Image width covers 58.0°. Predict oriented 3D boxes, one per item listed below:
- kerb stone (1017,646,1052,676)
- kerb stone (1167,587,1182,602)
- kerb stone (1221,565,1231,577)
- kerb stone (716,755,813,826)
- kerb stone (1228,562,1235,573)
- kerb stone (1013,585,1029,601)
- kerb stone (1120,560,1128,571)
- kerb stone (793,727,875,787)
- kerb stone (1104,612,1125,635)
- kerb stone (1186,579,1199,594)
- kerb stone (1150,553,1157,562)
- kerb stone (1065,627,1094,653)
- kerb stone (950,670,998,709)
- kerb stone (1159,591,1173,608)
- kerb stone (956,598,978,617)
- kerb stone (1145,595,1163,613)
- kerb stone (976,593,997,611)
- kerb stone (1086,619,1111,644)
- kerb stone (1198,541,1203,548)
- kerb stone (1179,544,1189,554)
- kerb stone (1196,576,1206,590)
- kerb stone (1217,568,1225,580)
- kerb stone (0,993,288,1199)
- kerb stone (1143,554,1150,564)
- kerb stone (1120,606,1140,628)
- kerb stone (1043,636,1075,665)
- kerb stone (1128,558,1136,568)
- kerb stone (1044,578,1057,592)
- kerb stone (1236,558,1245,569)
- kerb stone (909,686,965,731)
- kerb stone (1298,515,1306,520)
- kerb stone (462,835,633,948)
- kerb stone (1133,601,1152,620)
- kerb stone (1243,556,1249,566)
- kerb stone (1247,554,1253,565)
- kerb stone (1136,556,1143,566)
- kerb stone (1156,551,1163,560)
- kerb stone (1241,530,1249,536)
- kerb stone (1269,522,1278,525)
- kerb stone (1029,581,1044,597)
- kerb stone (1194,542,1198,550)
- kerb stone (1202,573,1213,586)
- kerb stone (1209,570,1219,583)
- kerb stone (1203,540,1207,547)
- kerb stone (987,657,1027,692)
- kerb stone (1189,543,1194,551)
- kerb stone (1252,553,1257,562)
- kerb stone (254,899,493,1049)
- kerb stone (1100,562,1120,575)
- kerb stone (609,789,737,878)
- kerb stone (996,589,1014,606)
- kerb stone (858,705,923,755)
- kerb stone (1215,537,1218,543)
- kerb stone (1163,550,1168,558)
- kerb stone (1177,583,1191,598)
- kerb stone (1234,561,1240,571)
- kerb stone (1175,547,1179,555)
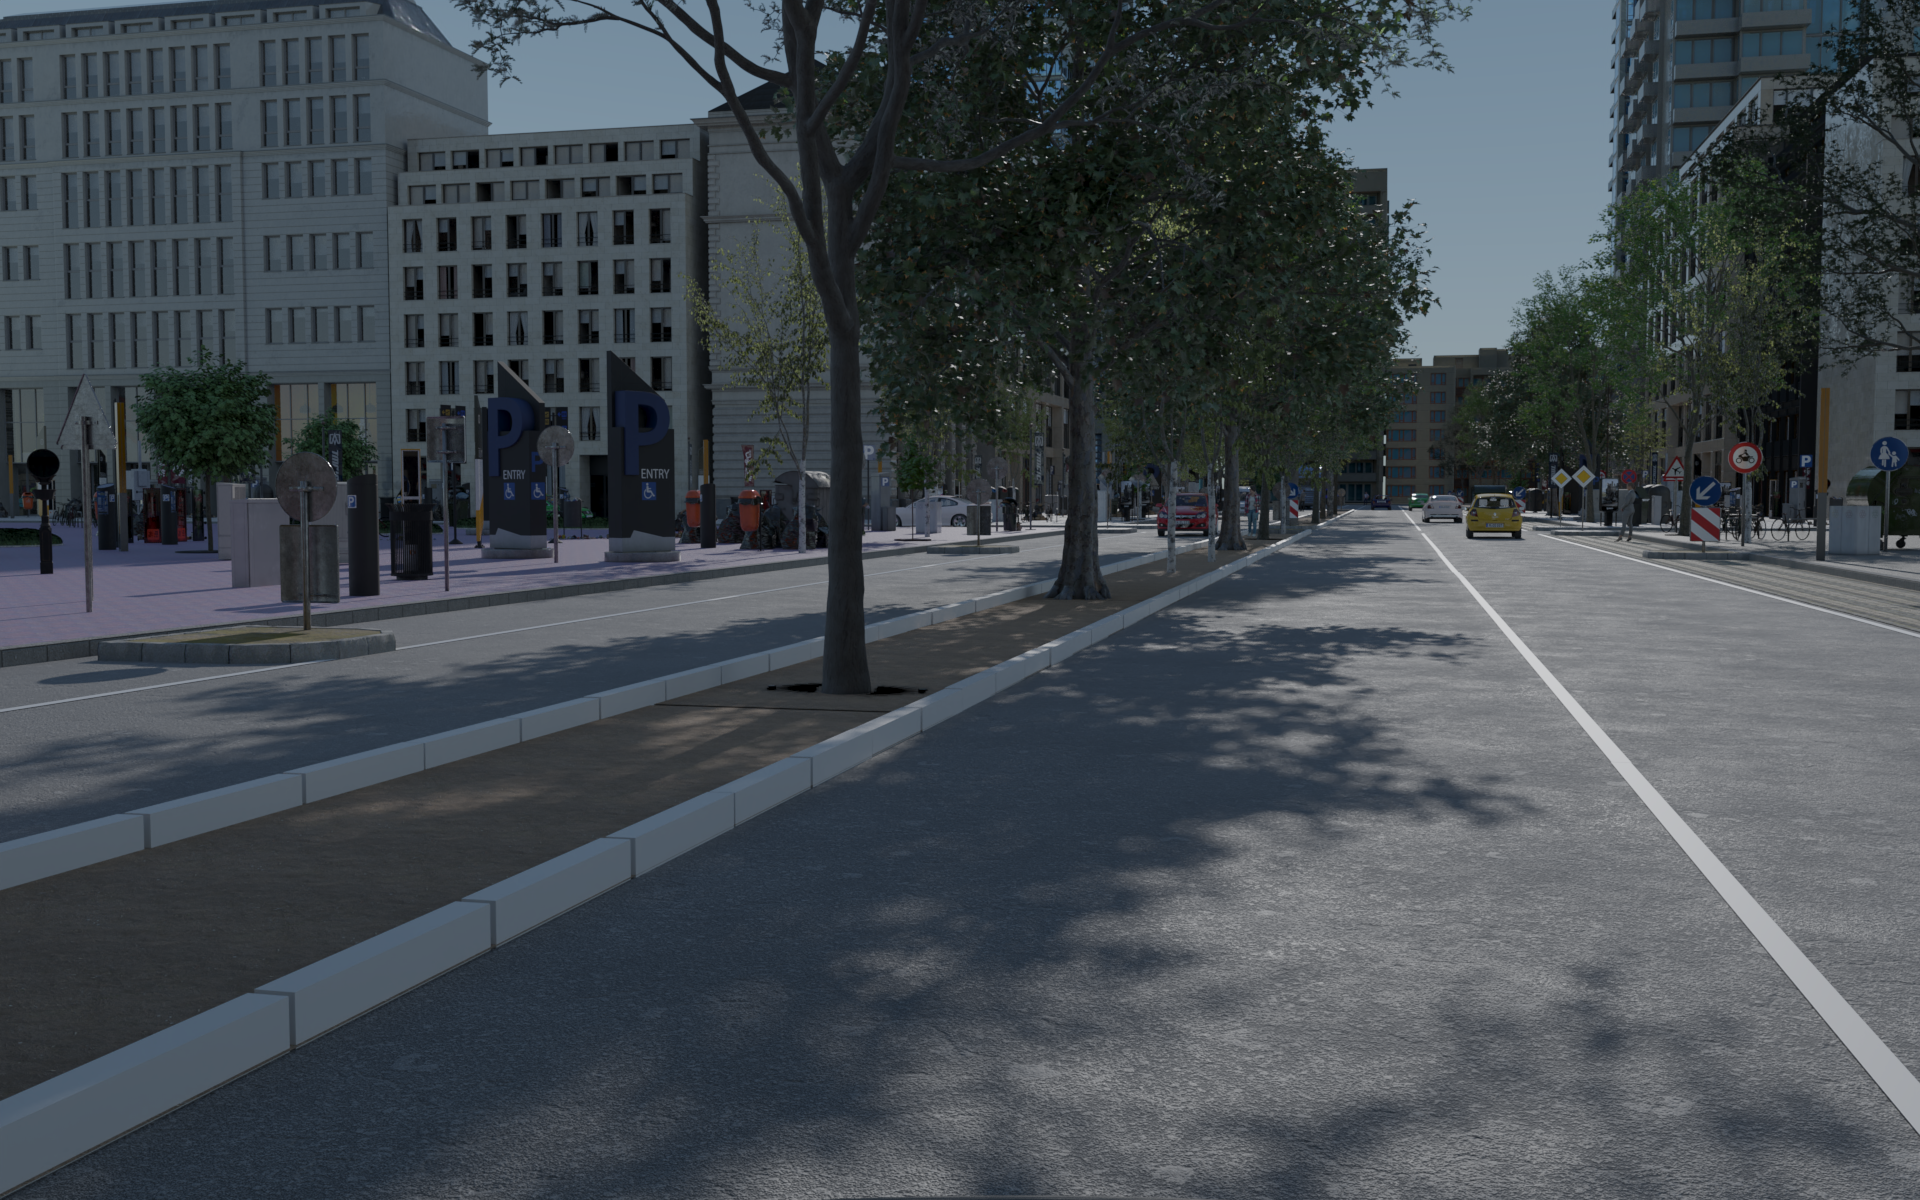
[{"bbox_3d":[0.564,0.508,13.928,0.120,0.150,1.000,1,4,14],"label":"kerb stone"},{"bbox_3d":[2.782,-0.043,22.894,0.120,0.150,1.000,1,4,14],"label":"kerb stone"},{"bbox_3d":[4.515,-0.464,29.851,0.120,0.150,1.000,1,4,14],"label":"kerb stone"},{"bbox_3d":[-0.906,0.874,7.956,0.120,0.150,1.000,1,4,14],"label":"kerb stone"},{"bbox_3d":[4.753,-0.529,30.845,0.120,0.150,1.000,1,4,14],"label":"kerb stone"},{"bbox_3d":[0.740,-0.072,23.379,0.120,0.150,1.000,1,4,14],"label":"kerb stone"},{"bbox_3d":[2.963,-0.620,32.336,0.120,0.150,1.000,1,4,14],"label":"kerb stone"},{"bbox_3d":[-0.656,0.810,8.951,0.120,0.150,1.000,1,4,14],"label":"kerb stone"},{"bbox_3d":[1.552,0.264,17.918,0.120,0.150,1.000,1,4,14],"label":"kerb stone"},{"bbox_3d":[3.281,-0.164,24.880,0.120,0.150,1.000,1,4,14],"label":"kerb stone"},{"bbox_3d":[3.949,-0.861,36.321,0.120,0.150,1.000,1,4,14],"label":"kerb stone"},{"bbox_3d":[1.064,0.385,15.927,0.120,0.150,1.000,1,4,14],"label":"kerb stone"},{"bbox_3d":[0.077,0.628,11.935,0.120,0.150,1.000,1,4,14],"label":"kerb stone"},{"bbox_3d":[2.536,0.024,21.896,0.120,0.150,1.000,1,4,14],"label":"kerb stone"},{"bbox_3d":[0.004,0.113,20.399,0.120,0.150,1.000,1,4,14],"label":"kerb stone"},{"bbox_3d":[2.293,0.080,20.900,0.120,0.150,1.000,1,4,14],"label":"kerb stone"},{"bbox_3d":[0.259,0.049,21.389,0.120,0.150,1.000,1,4,14],"label":"kerb stone"},{"bbox_3d":[1.311,0.324,16.919,0.120,0.150,1.000,1,4,14],"label":"kerb stone"},{"bbox_3d":[6.162,-1.411,45.278,0.120,0.150,1.000,1,4,14],"label":"kerb stone"},{"bbox_3d":[5.423,-1.229,42.288,0.120,0.150,1.000,1,4,14],"label":"kerb stone"},{"bbox_3d":[3.530,-0.225,25.872,0.120,0.150,1.000,1,4,14],"label":"kerb stone"},{"bbox_3d":[4.267,-0.398,28.860,0.120,0.150,1.000,1,4,14],"label":"kerb stone"},{"bbox_3d":[-1.900,1.120,3.975,0.120,0.150,1.000,1,4,14],"label":"kerb stone"},{"bbox_3d":[3.704,-0.803,35.329,0.120,0.150,1.000,1,4,14],"label":"kerb stone"},{"bbox_3d":[1.805,0.201,18.908,0.120,0.150,1.000,1,4,14],"label":"kerb stone"},{"bbox_3d":[0.824,0.445,14.929,0.120,0.150,1.000,1,4,14],"label":"kerb stone"},{"bbox_3d":[3.211,-0.681,33.327,0.120,0.150,1.000,1,4,14],"label":"kerb stone"},{"bbox_3d":[1.236,-0.192,25.372,0.120,0.150,1.000,1,4,14],"label":"kerb stone"},{"bbox_3d":[5.251,-0.651,32.839,0.120,0.150,1.000,1,4,14],"label":"kerb stone"},{"bbox_3d":[-0.164,0.692,10.942,0.120,0.150,1.000,1,4,14],"label":"kerb stone"},{"bbox_3d":[19.863,-4.794,100.576,0.120,0.150,1.000,1,4,14],"label":"kerb stone"},{"bbox_3d":[-1.402,0.993,5.964,0.120,0.150,1.000,1,4,14],"label":"kerb stone"},{"bbox_3d":[2.046,0.142,19.901,0.120,0.150,1.000,1,4,14],"label":"kerb stone"},{"bbox_3d":[5.491,-0.710,33.833,0.120,0.150,1.000,1,4,14],"label":"kerb stone"},{"bbox_3d":[5.749,-0.772,34.825,0.120,0.150,1.000,1,4,14],"label":"kerb stone"},{"bbox_3d":[3.456,-0.741,34.338,0.120,0.150,1.000,1,4,14],"label":"kerb stone"},{"bbox_3d":[4.202,-0.925,37.312,0.120,0.150,1.000,1,4,14],"label":"kerb stone"},{"bbox_3d":[10.103,-2.385,61.188,0.120,0.150,1.000,1,4,14],"label":"kerb stone"},{"bbox_3d":[13.691,-3.265,75.654,0.120,0.150,1.000,1,4,14],"label":"kerb stone"},{"bbox_3d":[0.988,-0.133,24.371,0.120,0.150,1.000,1,4,14],"label":"kerb stone"},{"bbox_3d":[5.919,-1.351,44.286,0.120,0.150,1.000,1,4,14],"label":"kerb stone"},{"bbox_3d":[3.773,-0.286,26.867,0.120,0.150,1.000,1,4,14],"label":"kerb stone"},{"bbox_3d":[4.023,-0.347,27.867,0.120,0.150,1.000,1,4,14],"label":"kerb stone"},{"bbox_3d":[6.419,-1.472,46.268,0.120,0.150,1.000,1,4,14],"label":"kerb stone"},{"bbox_3d":[0.321,0.567,12.930,0.120,0.150,1.000,1,4,14],"label":"kerb stone"},{"bbox_3d":[5.678,-1.287,43.280,0.120,0.150,1.000,1,4,14],"label":"kerb stone"},{"bbox_3d":[5.992,-0.831,35.821,0.120,0.150,1.000,1,4,14],"label":"kerb stone"},{"bbox_3d":[-1.653,1.056,4.967,0.120,0.150,1.000,1,4,14],"label":"kerb stone"},{"bbox_3d":[2.710,-0.555,31.341,0.120,0.150,1.000,1,4,14],"label":"kerb stone"},{"bbox_3d":[-1.149,0.932,6.961,0.120,0.150,1.000,1,4,14],"label":"kerb stone"},{"bbox_3d":[0.499,-0.011,22.386,0.120,0.150,1.000,1,4,14],"label":"kerb stone"},{"bbox_3d":[-0.416,0.753,9.945,0.120,0.150,1.000,1,4,14],"label":"kerb stone"},{"bbox_3d":[7.157,-1.655,49.249,0.120,0.150,1.000,1,4,14],"label":"kerb stone"},{"bbox_3d":[4.442,-0.986,38.318,0.120,0.150,1.000,1,4,14],"label":"kerb stone"},{"bbox_3d":[3.033,-0.104,23.889,0.120,0.150,1.000,1,4,14],"label":"kerb stone"},{"bbox_3d":[5.000,-0.584,31.837,0.120,0.150,1.000,1,4,14],"label":"kerb stone"},{"bbox_3d":[4.924,-1.108,40.305,0.120,0.150,1.000,1,4,14],"label":"kerb stone"}]
